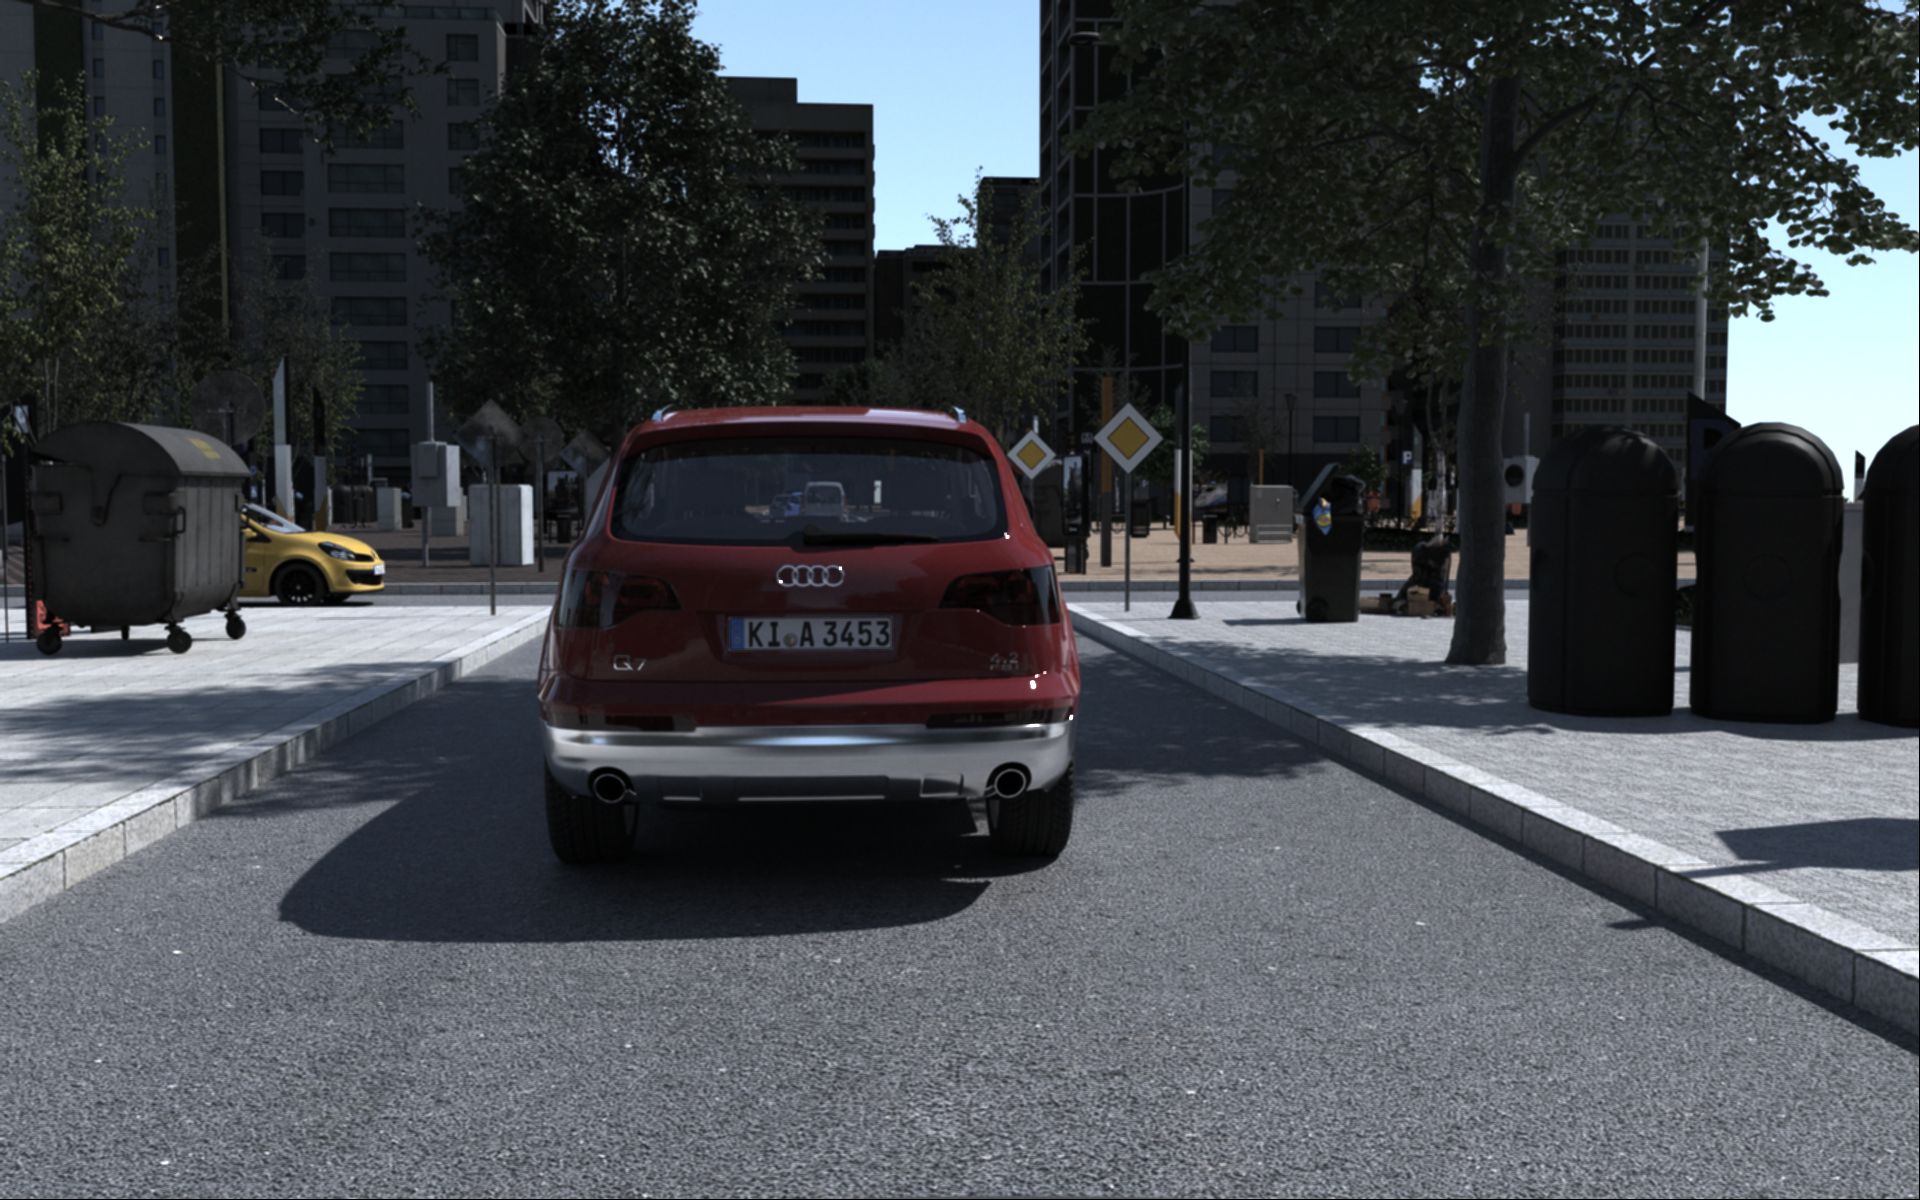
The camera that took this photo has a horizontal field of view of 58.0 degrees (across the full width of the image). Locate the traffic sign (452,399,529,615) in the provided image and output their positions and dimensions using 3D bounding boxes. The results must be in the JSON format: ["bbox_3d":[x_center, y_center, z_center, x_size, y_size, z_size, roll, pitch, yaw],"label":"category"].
[{"bbox_3d":[-4.943,-0.896,18.285,0.795,2.450,0.064,0,4,-5],"label":"traffic sign"}]

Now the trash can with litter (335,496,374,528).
[{"bbox_3d":[-23.031,-3.331,65.521,1.678,1.210,2.233,1,4,11],"label":"trash can with litter"}]

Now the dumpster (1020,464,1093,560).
[{"bbox_3d":[1.931,-1.757,34.480,1.264,1.857,1.865,0,4,-5],"label":"dumpster"}]

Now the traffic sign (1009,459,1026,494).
[{"bbox_3d":[1.607,-2.643,43.314,0.768,2.556,0.104,0,4,4],"label":"traffic sign"}]

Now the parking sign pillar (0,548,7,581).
[{"bbox_3d":[-14.814,-2.253,25.308,1.447,3.967,1.447,-1,4,-20],"label":"parking sign pillar"}]

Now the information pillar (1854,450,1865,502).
[{"bbox_3d":[47.210,-6.090,90.930,0.504,3.616,0.183,3,5,41],"label":"information pillar"}]

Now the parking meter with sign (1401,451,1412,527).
[{"bbox_3d":[17.954,-4.446,68.947,0.543,3.016,1.738,0,4,5],"label":"parking meter with sign"}]

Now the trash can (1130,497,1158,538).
[{"bbox_3d":[5.274,-2.406,50.991,0.748,1.137,0.748,0,3,0],"label":"trash can"}]

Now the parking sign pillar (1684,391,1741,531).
[{"bbox_3d":[19.552,-3.454,44.952,1.447,3.967,1.447,1,4,18],"label":"parking sign pillar"}]

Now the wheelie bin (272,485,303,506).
[{"bbox_3d":[-22.995,-3.143,59.301,0.980,1.594,0.693,-2,4,-31],"label":"wheelie bin"}]

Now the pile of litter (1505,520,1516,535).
[{"bbox_3d":[16.762,-2.493,54.719,1.719,0.858,1.176,0,4,0],"label":"pile of litter"}]

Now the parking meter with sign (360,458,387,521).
[{"bbox_3d":[-27.852,-5.314,83.149,1.738,3.016,0.543,-1,4,-16],"label":"parking meter with sign"}]

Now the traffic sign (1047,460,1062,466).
[{"bbox_3d":[2.825,-3.021,51.526,0.606,2.300,0.079,0,4,0],"label":"traffic sign"}]

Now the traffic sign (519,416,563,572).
[{"bbox_3d":[-6.870,-1.726,28.326,0.768,2.556,0.104,0,4,3],"label":"traffic sign"}]

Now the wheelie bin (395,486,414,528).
[{"bbox_3d":[-20.968,-3.498,65.093,0.980,1.594,0.693,2,4,30],"label":"wheelie bin"}]

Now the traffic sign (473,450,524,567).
[{"bbox_3d":[-8.053,-1.848,30.218,0.884,2.594,0.081,0,4,-3],"label":"traffic sign"}]

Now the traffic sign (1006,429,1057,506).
[{"bbox_3d":[1.102,-1.418,26.831,0.795,2.450,0.064,0,4,-5],"label":"traffic sign"}]

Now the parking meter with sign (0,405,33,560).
[{"bbox_3d":[-18.948,-2.281,33.552,0.543,3.016,1.738,3,4,37],"label":"parking meter with sign"}]

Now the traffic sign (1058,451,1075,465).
[{"bbox_3d":[2.992,-2.755,46.227,0.795,2.450,0.064,0,4,-1],"label":"traffic sign"}]

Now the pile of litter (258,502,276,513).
[{"bbox_3d":[-36.722,-4.743,91.507,1.176,0.858,1.719,2,4,34],"label":"pile of litter"}]

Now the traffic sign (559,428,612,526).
[{"bbox_3d":[-5.667,-1.382,26.238,0.795,2.450,0.064,0,4,-5],"label":"traffic sign"}]

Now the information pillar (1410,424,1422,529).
[{"bbox_3d":[15.302,-4.083,58.104,0.504,3.616,0.183,-3,5,-39],"label":"information pillar"}]

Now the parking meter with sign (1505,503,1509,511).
[{"bbox_3d":[32.136,-6.344,99.987,1.738,3.016,0.543,-1,4,-19],"label":"parking meter with sign"}]

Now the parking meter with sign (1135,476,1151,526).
[{"bbox_3d":[7.367,-4.489,69.655,0.543,3.016,1.738,-1,4,-13],"label":"parking meter with sign"}]

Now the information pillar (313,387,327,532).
[{"bbox_3d":[-14.054,-2.855,38.032,0.183,3.616,0.504,0,4,-1],"label":"information pillar"}]

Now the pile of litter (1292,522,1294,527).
[{"bbox_3d":[10.759,-2.727,58.550,1.176,0.858,1.719,3,4,38],"label":"pile of litter"}]

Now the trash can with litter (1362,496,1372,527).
[{"bbox_3d":[13.824,-3.086,61.507,2.233,1.210,1.678,1,4,20],"label":"trash can with litter"}]

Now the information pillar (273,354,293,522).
[{"bbox_3d":[-11.453,-2.322,29.318,0.183,3.616,0.504,-3,5,-43],"label":"information pillar"}]

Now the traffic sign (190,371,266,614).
[{"bbox_3d":[-7.569,-1.090,17.921,0.768,2.556,0.104,0,4,-3],"label":"traffic sign"}]

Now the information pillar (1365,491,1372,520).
[{"bbox_3d":[19.935,-4.901,84.621,0.304,2.012,0.304,1,4,21],"label":"information pillar"}]

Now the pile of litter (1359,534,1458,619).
[{"bbox_3d":[4.844,-0.280,18.548,1.176,0.858,1.719,0,4,1],"label":"pile of litter"}]

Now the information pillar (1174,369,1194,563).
[{"bbox_3d":[4.185,-2.510,32.386,0.183,3.616,0.504,3,5,39],"label":"information pillar"}]

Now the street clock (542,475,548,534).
[{"bbox_3d":[-13.439,-3.142,55.943,0.358,2.002,0.471,-2,4,-25],"label":"street clock"}]

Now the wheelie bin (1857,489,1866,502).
[{"bbox_3d":[33.156,-3.378,63.142,0.693,1.594,0.980,0,4,7],"label":"wheelie bin"}]

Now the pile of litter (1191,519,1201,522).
[{"bbox_3d":[10.425,-3.971,78.895,1.176,0.858,1.719,0,4,8],"label":"pile of litter"}]

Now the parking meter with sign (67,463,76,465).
[{"bbox_3d":[-21.955,-2.865,43.109,0.543,3.016,1.738,1,4,20],"label":"parking meter with sign"}]

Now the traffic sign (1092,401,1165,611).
[{"bbox_3d":[1.825,-0.932,18.878,0.795,2.450,0.064,0,4,-5],"label":"traffic sign"}]

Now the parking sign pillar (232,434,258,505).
[{"bbox_3d":[-21.748,-3.876,51.850,1.447,3.967,1.447,1,4,10],"label":"parking sign pillar"}]

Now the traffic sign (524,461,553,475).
[{"bbox_3d":[-11.464,-2.893,47.304,0.884,2.594,0.081,0,4,-4],"label":"traffic sign"}]

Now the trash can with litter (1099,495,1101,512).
[{"bbox_3d":[7.145,-4.773,89.103,1.678,1.210,2.233,0,4,-1],"label":"trash can with litter"}]

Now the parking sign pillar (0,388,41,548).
[{"bbox_3d":[-24.025,-3.388,43.869,1.447,3.967,1.447,-1,4,-20],"label":"parking sign pillar"}]

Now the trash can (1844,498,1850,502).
[{"bbox_3d":[29.677,-2.873,58.625,0.748,1.137,0.748,0,3,0],"label":"trash can"}]

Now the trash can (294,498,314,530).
[{"bbox_3d":[-21.509,-2.753,56.658,0.748,1.137,0.748,0,3,0],"label":"trash can"}]

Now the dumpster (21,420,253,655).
[{"bbox_3d":[-6.845,-0.535,14.514,1.264,1.857,1.865,0,4,-5],"label":"dumpster"}]

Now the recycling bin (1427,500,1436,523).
[{"bbox_3d":[20.595,-3.903,76.368,0.722,1.027,0.722,-2,4,-24],"label":"recycling bin"}]

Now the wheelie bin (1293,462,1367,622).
[{"bbox_3d":[3.763,-0.591,17.578,0.693,1.594,0.980,0,4,3],"label":"wheelie bin"}]
